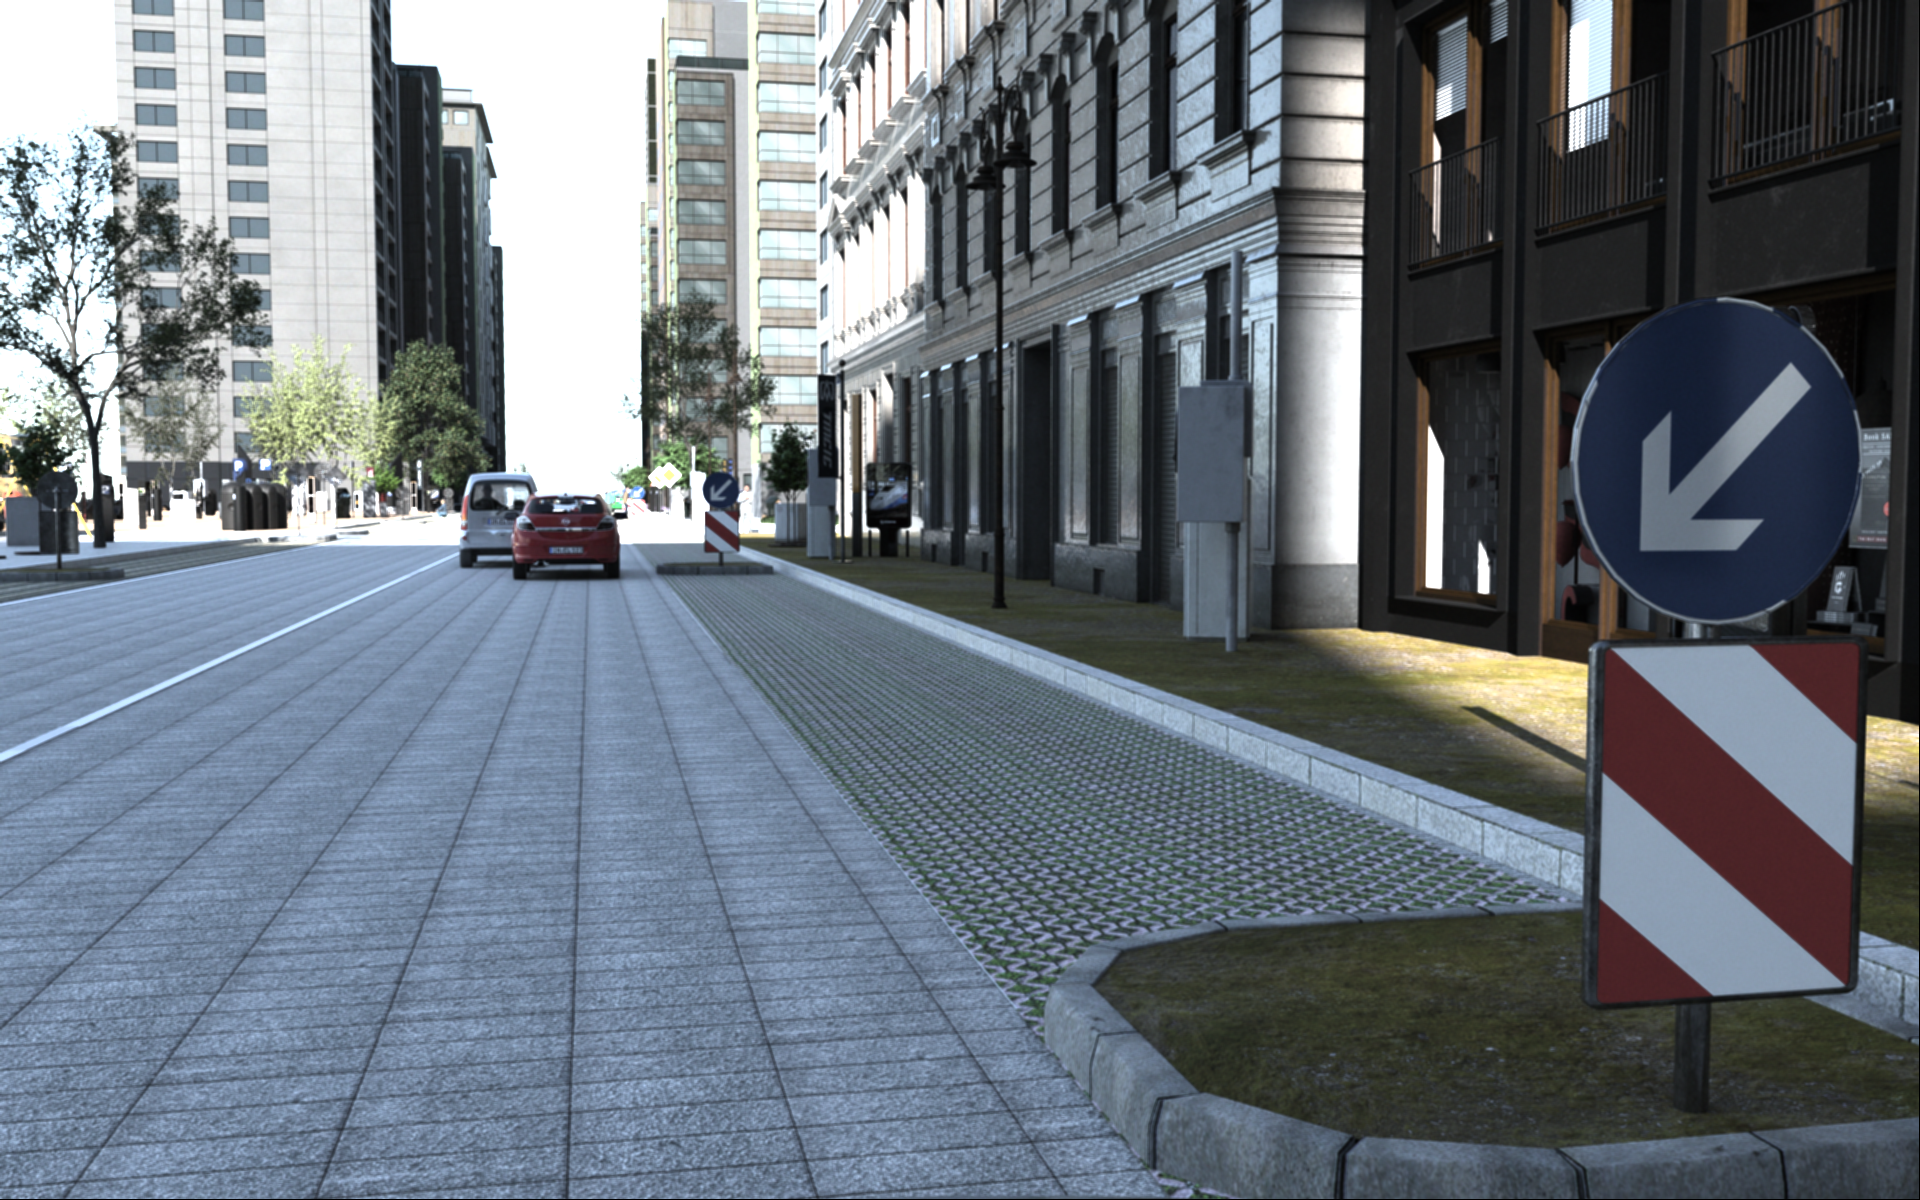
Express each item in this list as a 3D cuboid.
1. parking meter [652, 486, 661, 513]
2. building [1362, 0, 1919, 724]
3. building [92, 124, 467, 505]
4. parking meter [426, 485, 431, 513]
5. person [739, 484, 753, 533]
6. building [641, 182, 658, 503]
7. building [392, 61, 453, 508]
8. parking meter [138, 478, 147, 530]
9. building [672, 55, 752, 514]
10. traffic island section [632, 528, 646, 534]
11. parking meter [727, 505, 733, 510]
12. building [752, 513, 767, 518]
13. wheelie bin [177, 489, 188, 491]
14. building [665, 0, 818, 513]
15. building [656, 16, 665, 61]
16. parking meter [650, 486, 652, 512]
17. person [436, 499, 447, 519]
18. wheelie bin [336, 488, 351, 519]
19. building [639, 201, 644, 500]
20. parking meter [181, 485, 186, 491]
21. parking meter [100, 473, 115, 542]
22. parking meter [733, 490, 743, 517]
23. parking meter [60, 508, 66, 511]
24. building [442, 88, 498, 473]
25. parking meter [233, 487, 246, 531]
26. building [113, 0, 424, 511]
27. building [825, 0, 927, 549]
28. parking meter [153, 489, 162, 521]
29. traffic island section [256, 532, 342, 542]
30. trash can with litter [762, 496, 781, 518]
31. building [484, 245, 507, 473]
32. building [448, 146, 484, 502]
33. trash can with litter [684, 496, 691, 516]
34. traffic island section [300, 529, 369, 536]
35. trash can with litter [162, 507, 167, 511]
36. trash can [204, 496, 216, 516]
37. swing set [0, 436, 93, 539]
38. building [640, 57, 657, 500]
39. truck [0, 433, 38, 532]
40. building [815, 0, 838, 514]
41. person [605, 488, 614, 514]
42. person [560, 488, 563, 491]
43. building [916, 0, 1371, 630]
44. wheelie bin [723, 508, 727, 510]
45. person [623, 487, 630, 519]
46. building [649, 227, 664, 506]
[{"bbox_3d":[-20.920,-6.998,120.128,0.399,1.863,0.255,3,5,39],"label":"parking meter"},{"bbox_3d":[11.444,-10.977,9.151,12.332,23.373,15.834,-1,4,-12],"label":"building"},{"bbox_3d":[-67.490,-29.641,176.509,32.217,40.220,23.993,-1,4,-12],"label":"building"},{"bbox_3d":[-36.058,-6.838,117.516,0.255,1.863,0.399,-1,4,-17],"label":"parking meter"},{"bbox_3d":[-7.536,-3.198,60.972,0.511,1.800,0.466,0,4,-7],"label":"person"},{"bbox_3d":[-34.554,-33.466,230.756,14.154,41.232,14.086,-1,4,-12],"label":"building"},{"bbox_3d":[-55.115,-29.090,159.223,14.154,41.232,14.086,-1,4,-12],"label":"building"},{"bbox_3d":[-29.595,-3.484,62.678,0.255,1.863,0.399,-2,4,-24],"label":"parking meter"},{"bbox_3d":[-12.651,-21.255,119.223,14.160,30.474,14.107,-1,4,-12],"label":"building"},{"bbox_3d":[-10.956,-2.515,63.400,2.009,0.180,2.903,-1,4,-12],"label":"traffic island section"},{"bbox_3d":[-13.128,-5.539,98.971,0.372,1.533,0.369,0,3,0],"label":"parking meter"},{"bbox_3d":[-5.025,-25.344,97.963,14.154,41.232,14.086,-1,4,-12],"label":"building"},{"bbox_3d":[-50.497,-6.403,112.598,0.980,1.594,0.693,-1,4,-18],"label":"wheelie bin"},{"bbox_3d":[-17.984,-28.403,147.984,14.154,41.232,14.086,-1,4,-12],"label":"building"},{"bbox_3d":[-21.010,-31.322,162.219,14.600,45.320,14.200,-1,4,-12],"label":"building"},{"bbox_3d":[-21.494,-7.052,121.013,0.255,1.863,0.399,-2,4,-32],"label":"parking meter"},{"bbox_3d":[-30.001,-5.262,100.027,0.738,1.151,1.012,0,4,4],"label":"person"},{"bbox_3d":[-32.302,-5.057,90.596,0.980,1.594,0.693,1,4,22],"label":"wheelie bin"},{"bbox_3d":[-38.003,-34.300,244.398,14.154,41.232,14.086,-1,4,-12],"label":"building"},{"bbox_3d":[-48.557,-6.276,108.315,0.255,1.863,0.399,-1,4,-18],"label":"parking meter"},{"bbox_3d":[-22.841,-2.486,46.363,0.399,1.863,0.255,-1,4,-21],"label":"parking meter"},{"bbox_3d":[-12.224,-5.367,96.158,0.372,1.533,0.369,0,3,0],"label":"parking meter"},{"bbox_3d":[-41.160,-4.336,79.307,0.372,1.533,0.369,0,3,0],"label":"parking meter"},{"bbox_3d":[-76.190,-39.006,226.990,28.713,52.752,27.495,-1,4,-12],"label":"building"},{"bbox_3d":[-24.769,-3.127,59.533,0.372,1.533,0.369,0,3,0],"label":"parking meter"},{"bbox_3d":[-54.893,-42.952,140.518,20.563,71.187,20.611,-1,4,-12],"label":"building"},{"bbox_3d":[3.078,-12.773,44.993,11.583,22.565,21.152,-1,4,-12],"label":"building"},{"bbox_3d":[-38.162,-4.523,82.355,0.372,1.533,0.369,0,3,0],"label":"parking meter"},{"bbox_3d":[-20.341,-1.894,53.254,2.009,0.180,2.903,-1,4,-12],"label":"traffic island section"},{"bbox_3d":[-8.884,-4.270,81.196,0.624,1.170,1.055,2,4,26],"label":"trash can with litter"},{"bbox_3d":[-79.969,-36.221,275.809,14.154,41.232,14.086,-1,4,-12],"label":"building"},{"bbox_3d":[-62.501,-31.399,196.962,14.154,41.232,14.086,-1,4,-12],"label":"building"},{"bbox_3d":[-15.803,-5.315,98.287,1.055,1.170,0.624,0,4,-2],"label":"trash can with litter"},{"bbox_3d":[-22.002,-2.372,61.065,2.009,0.180,2.903,-1,4,-12],"label":"traffic island section"},{"bbox_3d":[-59.934,-7.247,129.874,1.055,1.170,0.624,-1,4,-18],"label":"trash can with litter"},{"bbox_3d":[-44.236,-5.536,102.165,0.748,1.137,0.748,0,3,0],"label":"trash can"},{"bbox_3d":[-25.943,-3.059,47.632,2.862,2.851,3.119,0,4,-8],"label":"swing set"},{"bbox_3d":[-43.167,-51.770,284.694,20.563,71.187,20.611,-1,4,-12],"label":"building"},{"bbox_3d":[-33.262,-3.564,54.198,9.791,3.379,3.469,-1,4,-12],"label":"truck"},{"bbox_3d":[4.862,-39.116,77.801,20.611,71.187,20.563,-1,4,-12],"label":"building"},{"bbox_3d":[-20.817,-5.746,102.786,0.601,1.785,0.444,3,4,38],"label":"person"},{"bbox_3d":[-27.896,-6.906,121.423,0.388,1.821,0.555,2,4,23],"label":"person"},{"bbox_3d":[5.665,-10.780,25.397,9.793,20.994,18.267,-1,4,-12],"label":"building"},{"bbox_3d":[-14.724,-6.076,107.247,0.980,1.594,0.693,0,4,0],"label":"wheelie bin"},{"bbox_3d":[-18.872,-5.470,97.850,0.656,1.842,0.836,2,4,32],"label":"person"},{"bbox_3d":[-26.988,-25.605,190.337,14.160,30.474,14.107,-1,4,-12],"label":"building"}]
